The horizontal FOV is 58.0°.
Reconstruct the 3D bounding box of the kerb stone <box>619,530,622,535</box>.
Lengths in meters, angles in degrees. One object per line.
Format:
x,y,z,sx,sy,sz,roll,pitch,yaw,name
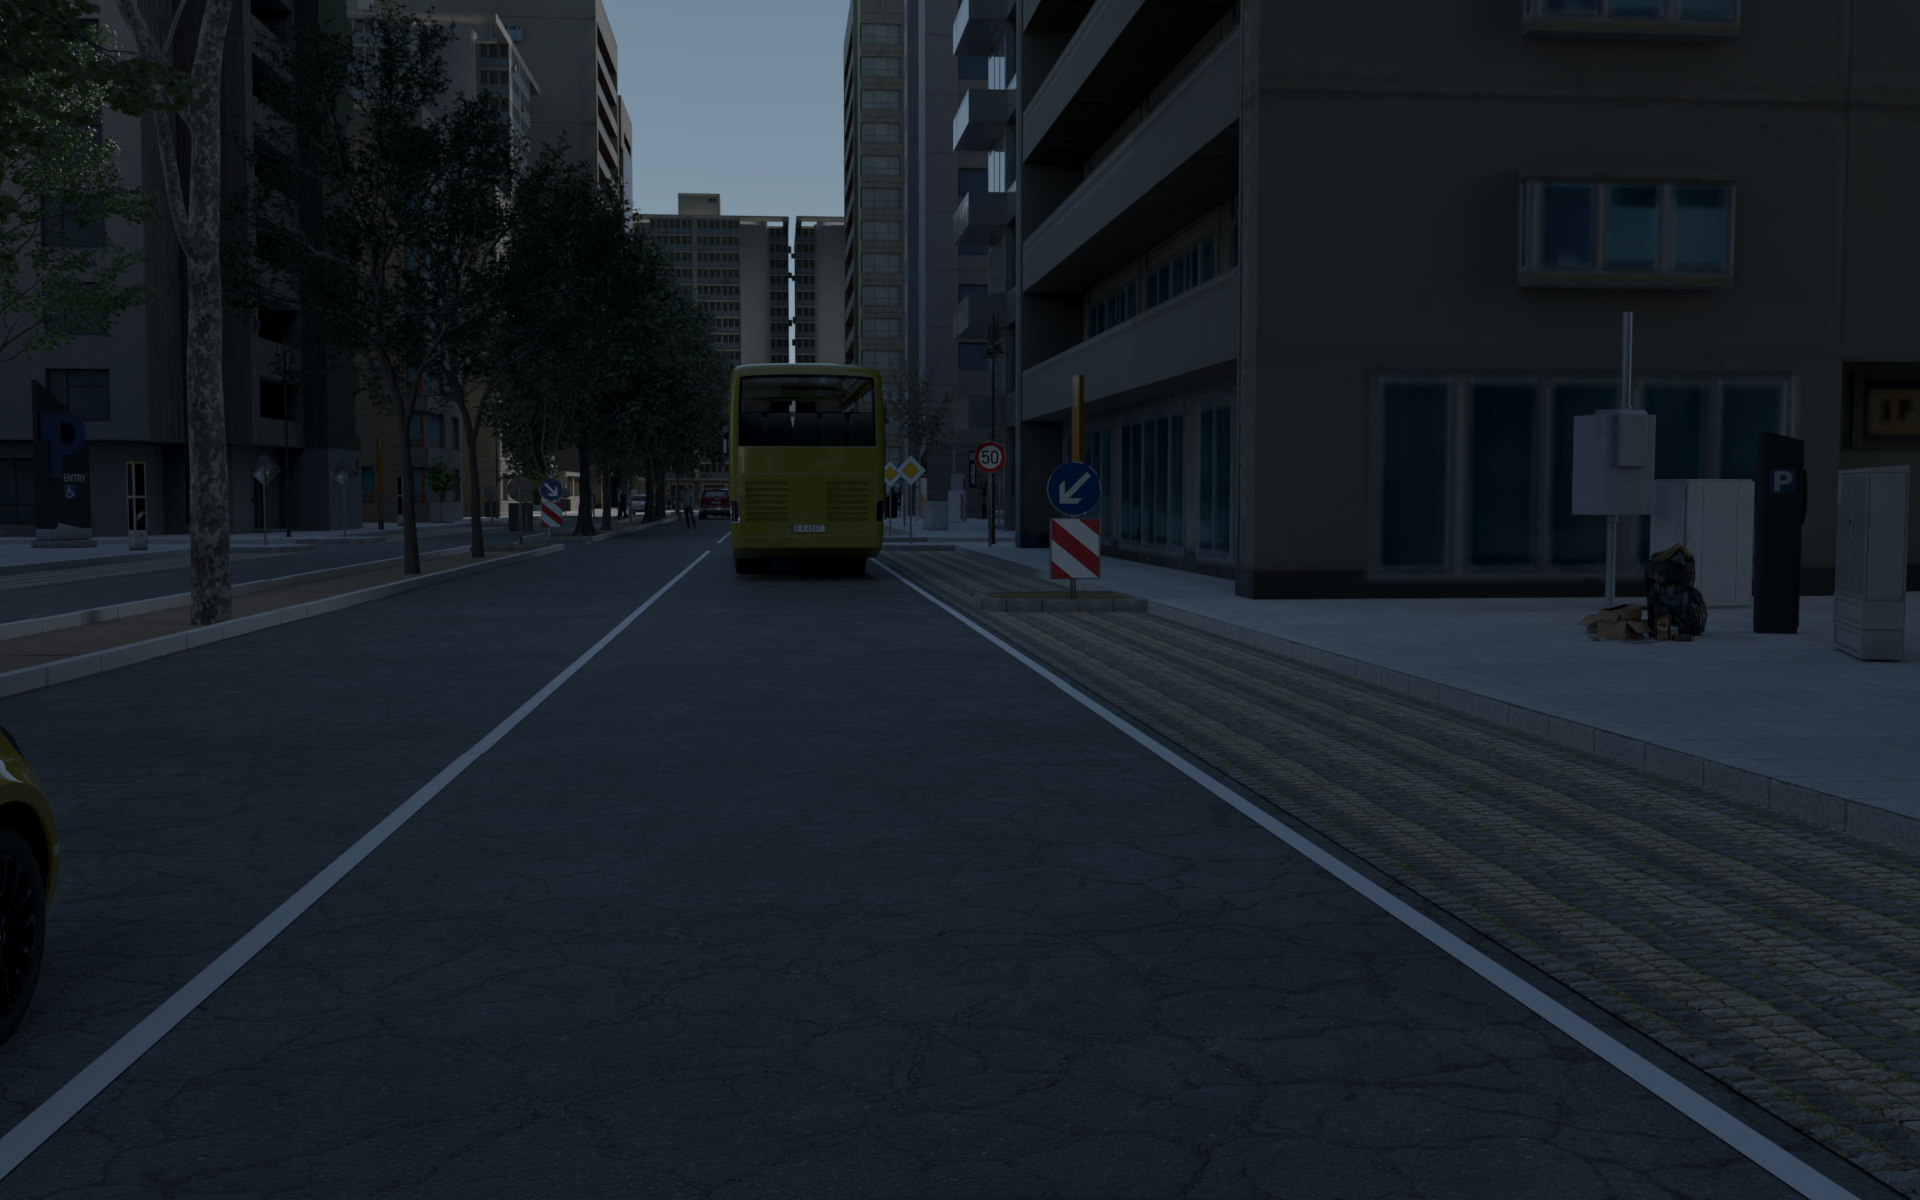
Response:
-11.863,-2.301,59.821,0.120,0.150,1.000,0,4,-6,kerb stone

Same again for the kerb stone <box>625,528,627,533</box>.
-12.081,-2.426,61.854,0.120,0.150,1.000,0,4,-6,kerb stone

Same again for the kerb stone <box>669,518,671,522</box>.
-14.800,-3.984,87.326,0.120,0.150,1.000,0,4,-6,kerb stone

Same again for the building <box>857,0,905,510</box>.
-1.461,-28.097,142.976,14.154,41.232,14.086,0,4,-6,building

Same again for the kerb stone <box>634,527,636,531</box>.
-12.523,-2.673,65.933,0.120,0.150,1.000,0,4,-6,kerb stone

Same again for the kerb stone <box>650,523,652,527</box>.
-13.382,-3.168,74.073,0.120,0.150,1.000,0,4,-6,kerb stone

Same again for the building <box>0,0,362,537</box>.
-28.713,-17.426,56.616,14.160,30.474,14.107,0,4,-6,building

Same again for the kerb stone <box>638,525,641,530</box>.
-12.728,-2.800,67.968,0.120,0.150,1.000,0,4,-6,kerb stone

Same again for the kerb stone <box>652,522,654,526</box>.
-13.493,-3.233,75.093,0.120,0.150,1.000,0,4,-6,kerb stone

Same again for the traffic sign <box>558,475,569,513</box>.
-26.891,-7.171,117.351,0.768,2.556,0.104,0,4,2,traffic sign

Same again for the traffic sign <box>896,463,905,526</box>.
-2.239,-4.256,69.690,0.768,2.556,0.104,0,4,1,traffic sign

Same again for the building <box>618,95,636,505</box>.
-43.612,-33.051,190.491,14.200,45.320,14.600,0,4,-6,building

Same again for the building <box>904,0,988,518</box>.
7.138,-34.386,104.216,21.231,58.520,28.212,0,4,-6,building

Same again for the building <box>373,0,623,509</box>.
-42.926,-32.728,158.806,21.300,48.544,21.600,0,4,-6,building

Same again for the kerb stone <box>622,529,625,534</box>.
-11.970,-2.359,60.838,0.120,0.150,1.000,0,4,-6,kerb stone

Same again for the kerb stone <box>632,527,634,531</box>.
-12.412,-2.613,64.917,0.120,0.150,1.000,0,4,-6,kerb stone

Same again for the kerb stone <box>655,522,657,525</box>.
-13.714,-3.359,77.131,0.120,0.150,1.000,0,4,-6,kerb stone

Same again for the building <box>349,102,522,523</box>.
-39.083,-14.979,89.939,27.650,21.520,28.899,0,4,-6,building

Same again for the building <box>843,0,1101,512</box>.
0.306,-32.880,161.284,21.300,48.544,21.600,0,4,-6,building

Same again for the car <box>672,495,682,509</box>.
-26.938,-9.508,168.040,1.945,1.354,3.894,0,4,-4,car

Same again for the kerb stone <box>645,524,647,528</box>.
-13.056,-2.980,71.020,0.120,0.150,1.000,0,4,-6,kerb stone

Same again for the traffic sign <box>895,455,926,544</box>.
-1.269,-2.504,44.577,0.795,2.450,0.064,0,4,-6,traffic sign

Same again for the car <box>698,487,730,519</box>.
-13.947,-5.571,99.758,2.281,1.827,5.304,0,4,-5,car

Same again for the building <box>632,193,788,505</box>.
-33.982,-32.695,226.444,23.993,40.220,32.217,0,4,-6,building

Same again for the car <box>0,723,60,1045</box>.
-3.209,0.429,3.214,2.015,1.641,3.980,0,4,-5,car

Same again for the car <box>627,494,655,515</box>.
-21.964,-6.600,119.915,2.014,1.417,4.499,0,4,-5,car

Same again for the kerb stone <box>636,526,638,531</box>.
-12.632,-2.735,66.951,0.120,0.150,1.000,0,4,-6,kerb stone

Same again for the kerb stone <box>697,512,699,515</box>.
-18.611,-6.164,122.992,0.120,0.150,1.000,0,4,-6,kerb stone

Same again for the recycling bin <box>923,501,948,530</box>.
-0.873,-3.007,61.719,0.722,1.027,0.722,-1,4,-22,recycling bin

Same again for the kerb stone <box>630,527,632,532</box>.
-12.300,-2.551,63.901,0.120,0.150,1.000,0,4,-6,kerb stone

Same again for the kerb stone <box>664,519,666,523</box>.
-14.364,-3.732,83.250,0.120,0.150,1.000,0,4,-6,kerb stone

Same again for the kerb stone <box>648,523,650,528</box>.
-13.272,-3.111,73.056,0.120,0.150,1.000,0,4,-6,kerb stone

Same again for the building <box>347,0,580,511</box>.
-46.680,-27.099,134.954,32.217,40.220,23.993,0,4,-6,building

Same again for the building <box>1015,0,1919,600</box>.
13.039,-24.916,31.084,21.300,48.544,21.600,0,4,-6,building

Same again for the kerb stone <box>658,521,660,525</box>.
-13.934,-3.486,79.184,0.120,0.150,1.000,0,4,-6,kerb stone

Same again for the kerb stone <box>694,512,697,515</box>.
-17.854,-5.729,115.860,0.120,0.150,1.000,0,4,-6,kerb stone

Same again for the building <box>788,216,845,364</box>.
-10.069,-32.819,228.464,23.993,40.220,32.217,0,4,-6,building

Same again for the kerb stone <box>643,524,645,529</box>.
-12.953,-2.924,70.002,0.120,0.150,1.000,0,4,-6,kerb stone

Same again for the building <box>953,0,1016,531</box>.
14.929,-27.243,65.032,30.456,49.044,23.786,0,4,-6,building

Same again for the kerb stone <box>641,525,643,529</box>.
-12.838,-2.858,68.987,0.120,0.150,1.000,0,4,-6,kerb stone

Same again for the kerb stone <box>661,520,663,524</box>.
-14.151,-3.610,81.217,0.120,0.150,1.000,0,4,-6,kerb stone

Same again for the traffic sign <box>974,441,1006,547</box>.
0.727,-2.554,41.863,0.768,2.556,0.104,0,4,3,traffic sign

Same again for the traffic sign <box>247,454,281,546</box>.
-17.225,-2.401,42.900,0.795,2.450,0.064,0,4,-6,traffic sign

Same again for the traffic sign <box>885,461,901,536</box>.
-2.117,-2.989,52.517,0.795,2.450,0.064,0,4,-6,traffic sign

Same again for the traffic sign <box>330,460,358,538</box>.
-18.073,-2.887,50.840,0.795,2.450,0.064,0,4,-6,traffic sign

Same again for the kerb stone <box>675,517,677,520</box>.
-15.348,-4.290,92.420,0.120,0.150,1.000,0,4,-6,kerb stone

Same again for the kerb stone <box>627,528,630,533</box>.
-12.189,-2.488,62.875,0.120,0.150,1.000,0,4,-6,kerb stone
